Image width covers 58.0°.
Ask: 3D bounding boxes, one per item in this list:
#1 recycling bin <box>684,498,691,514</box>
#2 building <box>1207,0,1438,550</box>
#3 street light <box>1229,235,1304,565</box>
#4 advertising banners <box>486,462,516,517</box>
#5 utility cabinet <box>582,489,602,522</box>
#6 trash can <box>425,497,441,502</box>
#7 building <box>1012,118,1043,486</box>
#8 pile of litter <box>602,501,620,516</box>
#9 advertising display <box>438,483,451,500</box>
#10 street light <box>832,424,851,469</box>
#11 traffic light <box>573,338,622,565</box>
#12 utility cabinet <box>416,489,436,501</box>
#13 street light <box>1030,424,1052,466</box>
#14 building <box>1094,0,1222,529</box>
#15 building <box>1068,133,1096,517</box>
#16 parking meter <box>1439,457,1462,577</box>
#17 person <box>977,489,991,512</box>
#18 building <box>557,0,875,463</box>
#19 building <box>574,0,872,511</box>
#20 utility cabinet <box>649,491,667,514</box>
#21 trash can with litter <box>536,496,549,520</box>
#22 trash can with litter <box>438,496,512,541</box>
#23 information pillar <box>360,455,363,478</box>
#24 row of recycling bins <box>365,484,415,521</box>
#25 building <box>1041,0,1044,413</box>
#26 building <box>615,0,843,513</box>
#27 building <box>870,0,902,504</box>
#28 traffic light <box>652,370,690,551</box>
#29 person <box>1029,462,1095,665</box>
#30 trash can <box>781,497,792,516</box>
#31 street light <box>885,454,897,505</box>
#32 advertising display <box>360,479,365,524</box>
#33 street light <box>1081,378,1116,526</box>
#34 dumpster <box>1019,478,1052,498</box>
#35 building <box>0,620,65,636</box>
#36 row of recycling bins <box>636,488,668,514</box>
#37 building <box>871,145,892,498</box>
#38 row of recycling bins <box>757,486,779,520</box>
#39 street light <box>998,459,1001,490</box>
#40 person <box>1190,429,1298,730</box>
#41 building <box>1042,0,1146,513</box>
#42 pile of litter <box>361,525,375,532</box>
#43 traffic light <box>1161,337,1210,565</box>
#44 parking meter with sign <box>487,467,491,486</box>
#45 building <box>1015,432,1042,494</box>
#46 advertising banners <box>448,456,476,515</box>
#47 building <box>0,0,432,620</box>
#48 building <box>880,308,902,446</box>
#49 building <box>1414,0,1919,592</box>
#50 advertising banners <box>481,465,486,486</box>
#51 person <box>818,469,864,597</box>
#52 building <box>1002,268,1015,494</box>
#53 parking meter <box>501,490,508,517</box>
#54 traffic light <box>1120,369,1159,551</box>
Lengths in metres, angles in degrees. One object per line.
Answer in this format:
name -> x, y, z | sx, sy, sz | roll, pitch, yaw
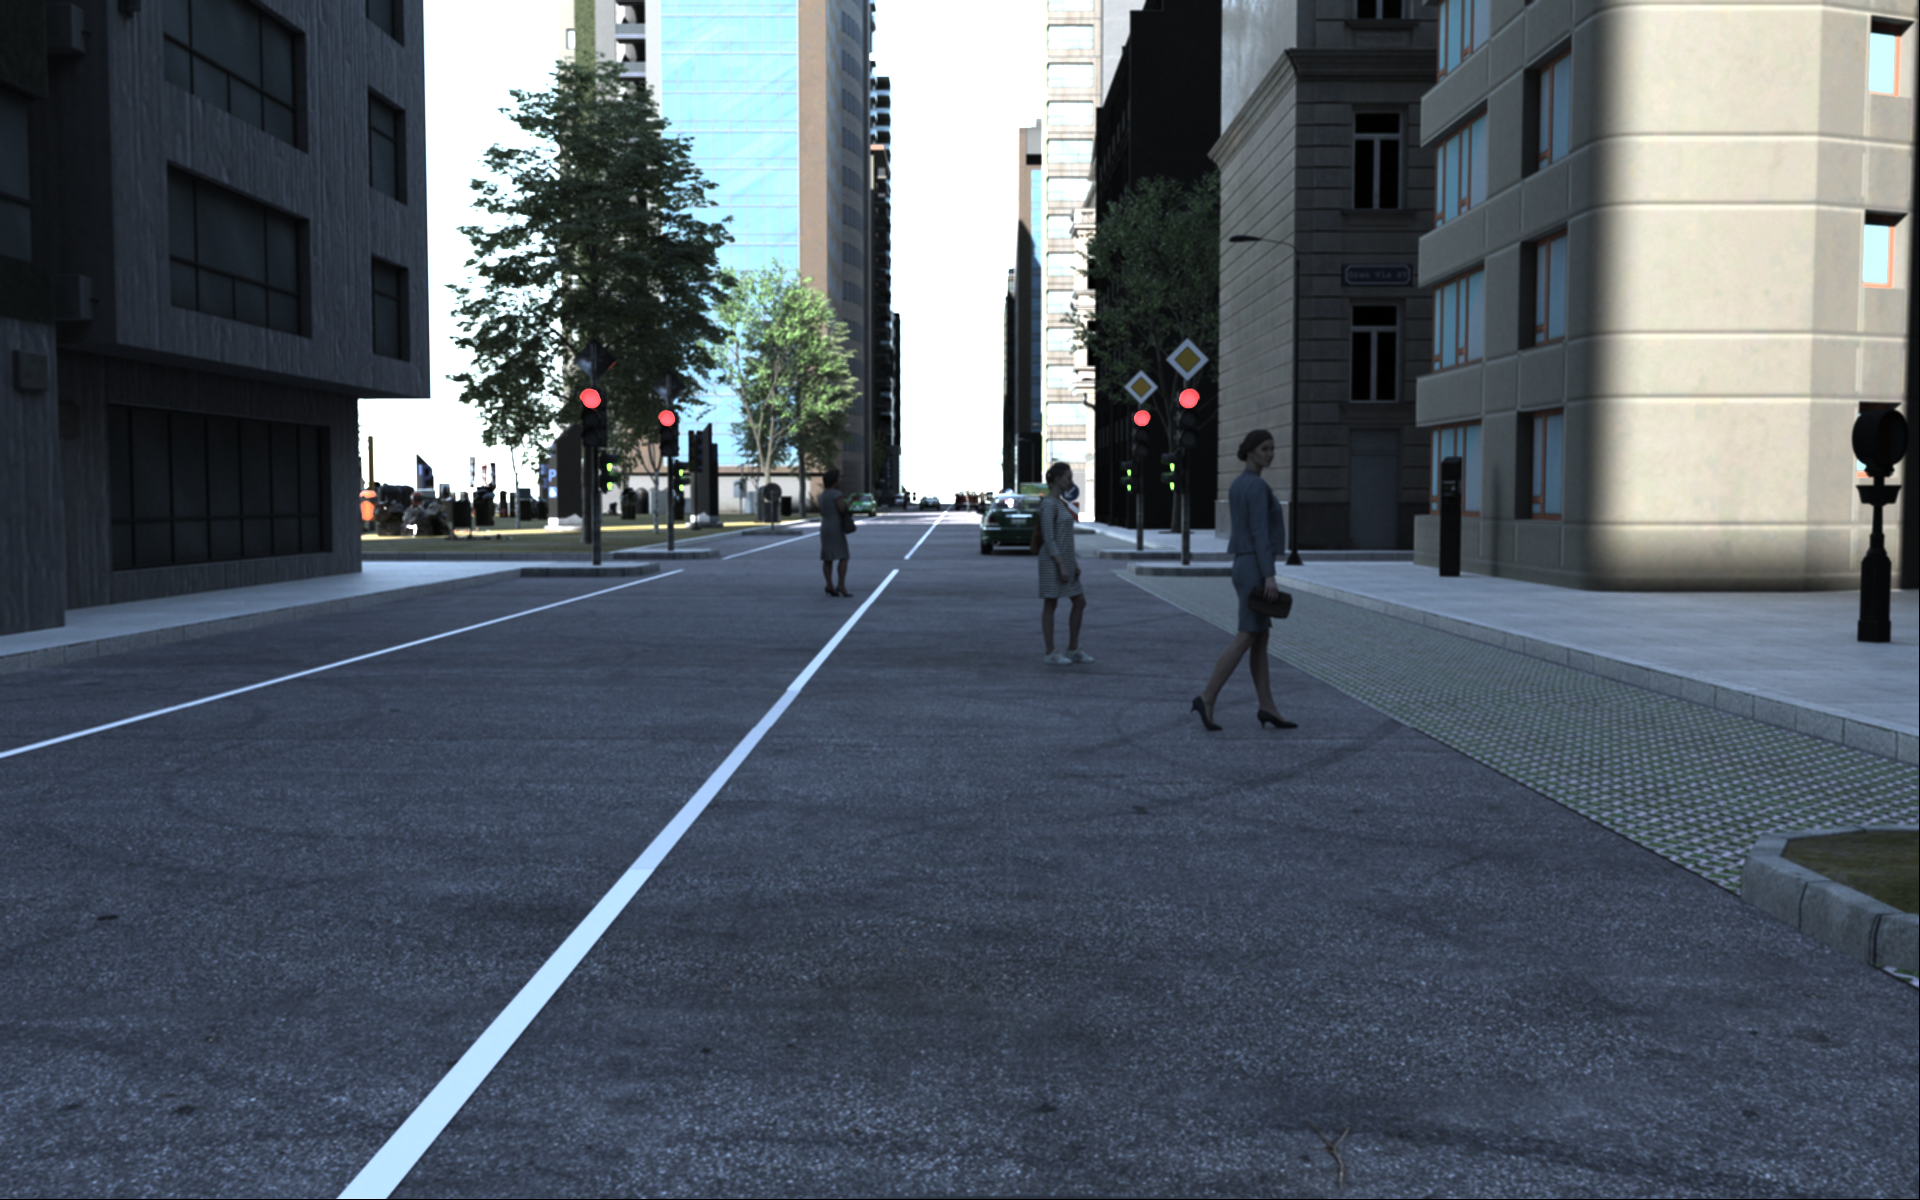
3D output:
recycling bin -> -17.670, -6.021, 110.990 | 0.722, 1.027, 0.722 | -1, 4, -17
building -> 19.599, -15.104, 44.209 | 25.104, 27.353, 12.463 | 0, 3, 0
street light -> 5.513, -3.588, 31.198 | 1.470, 5.913, 1.316 | 0, 3, 0
advertising banners -> -25.159, -6.065, 95.349 | 0.090, 3.025, 2.074 | 2, 4, 28
utility cabinet -> -16.556, -4.190, 77.188 | 1.173, 1.500, 0.318 | 0, 4, -7
trash can -> -23.845, -4.080, 78.369 | 0.748, 1.137, 0.748 | 0, 3, 0
building -> 13.613, -34.052, 206.868 | 14.600, 45.320, 14.200 | 0, 3, 0
pile of litter -> -20.974, -5.491, 103.742 | 1.176, 0.858, 1.719 | -2, 4, -26
advertising display -> -29.800, -5.808, 100.175 | 0.123, 1.923, 0.974 | 1, 4, 21
street light -> -7.939, -8.752, 115.636 | 1.470, 5.913, 1.316 | 0, 3, 0
traffic light -> -6.552, -2.586, 31.202 | 0.839, 4.253, 0.868 | 0, 3, 0
utility cabinet -> -25.563, -4.544, 82.970 | 0.318, 1.500, 1.173 | 1, 4, 20
street light -> 5.503, -8.673, 114.342 | 1.470, 5.913, 1.316 | 0, 3, 0
building -> 12.260, -14.715, 70.261 | 12.332, 23.373, 15.834 | 0, 3, 0
building -> 13.348, -16.947, 96.166 | 14.460, 24.649, 34.723 | 0, 3, 0
parking meter -> 7.656, -1.303, 27.021 | 0.255, 1.863, 0.399 | 2, 4, 27
person -> 1.906, -8.068, 140.544 | 1.348, 1.807, 0.705 | 2, 4, 28
building -> -23.307, -35.618, 171.588 | 28.713, 52.752, 27.495 | 0, 3, 0
building -> -18.602, -36.772, 143.219 | 21.231, 58.520, 28.212 | 0, 3, 0
utility cabinet -> -19.092, -6.165, 109.477 | 1.173, 1.500, 0.318 | -3, 5, -43
trash can with litter -> -20.677, -4.600, 86.593 | 1.055, 1.170, 0.624 | 1, 4, 21
trash can with litter -> -13.650, -2.316, 48.924 | 2.233, 1.210, 1.678 | -3, 4, -36
information pillar -> -35.970, -6.869, 103.665 | 0.183, 3.616, 0.504 | 3, 4, 37
row of recycling bins -> -28.232, -4.725, 84.364 | 1.069, 1.692, 3.534 | 2, 4, 34
building -> 20.823, -33.953, 144.370 | 28.713, 52.752, 27.495 | 0, 3, 0
building -> -15.765, -28.889, 122.453 | 14.600, 45.320, 14.200 | 0, 3, 0
building -> -19.087, -56.776, 240.958 | 22.319, 86.520, 31.000 | 0, 3, 0
traffic light -> -6.547, -3.074, 39.187 | 0.839, 4.253, 0.868 | 0, 3, 0
person -> 0.830, -0.312, 14.598 | 0.522, 1.701, 0.512 | 1, 4, 20
trash can -> -10.103, -5.444, 100.654 | 0.748, 1.137, 0.748 | 0, 3, 0
street light -> -7.954, -13.837, 198.780 | 1.470, 5.913, 1.316 | 0, 3, 0
advertising display -> -25.464, -4.190, 73.723 | 0.123, 1.923, 0.974 | -1, 4, -9
street light -> 5.540, -5.916, 69.270 | 1.470, 5.913, 1.316 | 0, 3, 0
dumpster -> 3.962, -4.999, 86.680 | 1.985, 2.255, 1.502 | 0, 4, 0
building -> -15.689, -14.513, 8.994 | 14.160, 30.474, 14.107 | 0, 3, 0
row of recycling bins -> -20.291, -6.466, 112.830 | 3.534, 1.692, 1.069 | 1, 4, 12
building -> -19.807, -34.112, 212.355 | 22.147, 44.769, 28.867 | 0, 3, 0
row of recycling bins -> -9.553, -4.809, 85.736 | 1.069, 1.692, 3.534 | -1, 4, -11
street light -> 5.657, -15.746, 229.987 | 1.470, 5.913, 1.316 | 0, 3, 0
person -> 1.740, -0.124, 10.546 | 0.654, 1.822, 0.581 | 1, 4, 9
building -> 12.880, -26.927, 123.857 | 14.154, 41.232, 14.086 | 0, 3, 0
pile of litter -> -20.544, -2.722, 58.467 | 1.719, 0.858, 1.176 | 2, 4, 34
traffic light -> 4.060, -2.587, 31.212 | 0.839, 4.253, 0.868 | 0, 3, 0
parking meter with sign -> -30.747, -7.126, 112.769 | 0.543, 3.016, 1.738 | -2, 4, -27
building -> 17.220, -52.632, 173.206 | 22.319, 86.520, 31.000 | 0, 3, 0
advertising banners -> -22.998, -5.130, 80.062 | 2.074, 3.025, 0.090 | 3, 4, 38
building -> -15.828, -15.459, 24.459 | 14.107, 30.474, 14.160 | 0, 3, 0
building -> -16.219, -30.182, 265.179 | 14.160, 30.474, 14.107 | 0, 3, 0
building -> 22.101, -10.489, 16.534 | 27.650, 21.520, 28.899 | 0, 3, 0
advertising banners -> -29.066, -6.583, 103.813 | 0.090, 3.025, 2.074 | 2, 4, 32
person -> -1.644, -0.941, 24.241 | 0.532, 1.782, 0.716 | -3, 4, -39
building -> 12.917, -27.525, 221.736 | 14.160, 30.474, 14.107 | 0, 3, 0
parking meter -> -25.499, -5.417, 96.974 | 0.372, 1.533, 0.369 | 0, 3, 0
traffic light -> 4.064, -3.075, 39.197 | 0.839, 4.253, 0.868 | 0, 3, 0
